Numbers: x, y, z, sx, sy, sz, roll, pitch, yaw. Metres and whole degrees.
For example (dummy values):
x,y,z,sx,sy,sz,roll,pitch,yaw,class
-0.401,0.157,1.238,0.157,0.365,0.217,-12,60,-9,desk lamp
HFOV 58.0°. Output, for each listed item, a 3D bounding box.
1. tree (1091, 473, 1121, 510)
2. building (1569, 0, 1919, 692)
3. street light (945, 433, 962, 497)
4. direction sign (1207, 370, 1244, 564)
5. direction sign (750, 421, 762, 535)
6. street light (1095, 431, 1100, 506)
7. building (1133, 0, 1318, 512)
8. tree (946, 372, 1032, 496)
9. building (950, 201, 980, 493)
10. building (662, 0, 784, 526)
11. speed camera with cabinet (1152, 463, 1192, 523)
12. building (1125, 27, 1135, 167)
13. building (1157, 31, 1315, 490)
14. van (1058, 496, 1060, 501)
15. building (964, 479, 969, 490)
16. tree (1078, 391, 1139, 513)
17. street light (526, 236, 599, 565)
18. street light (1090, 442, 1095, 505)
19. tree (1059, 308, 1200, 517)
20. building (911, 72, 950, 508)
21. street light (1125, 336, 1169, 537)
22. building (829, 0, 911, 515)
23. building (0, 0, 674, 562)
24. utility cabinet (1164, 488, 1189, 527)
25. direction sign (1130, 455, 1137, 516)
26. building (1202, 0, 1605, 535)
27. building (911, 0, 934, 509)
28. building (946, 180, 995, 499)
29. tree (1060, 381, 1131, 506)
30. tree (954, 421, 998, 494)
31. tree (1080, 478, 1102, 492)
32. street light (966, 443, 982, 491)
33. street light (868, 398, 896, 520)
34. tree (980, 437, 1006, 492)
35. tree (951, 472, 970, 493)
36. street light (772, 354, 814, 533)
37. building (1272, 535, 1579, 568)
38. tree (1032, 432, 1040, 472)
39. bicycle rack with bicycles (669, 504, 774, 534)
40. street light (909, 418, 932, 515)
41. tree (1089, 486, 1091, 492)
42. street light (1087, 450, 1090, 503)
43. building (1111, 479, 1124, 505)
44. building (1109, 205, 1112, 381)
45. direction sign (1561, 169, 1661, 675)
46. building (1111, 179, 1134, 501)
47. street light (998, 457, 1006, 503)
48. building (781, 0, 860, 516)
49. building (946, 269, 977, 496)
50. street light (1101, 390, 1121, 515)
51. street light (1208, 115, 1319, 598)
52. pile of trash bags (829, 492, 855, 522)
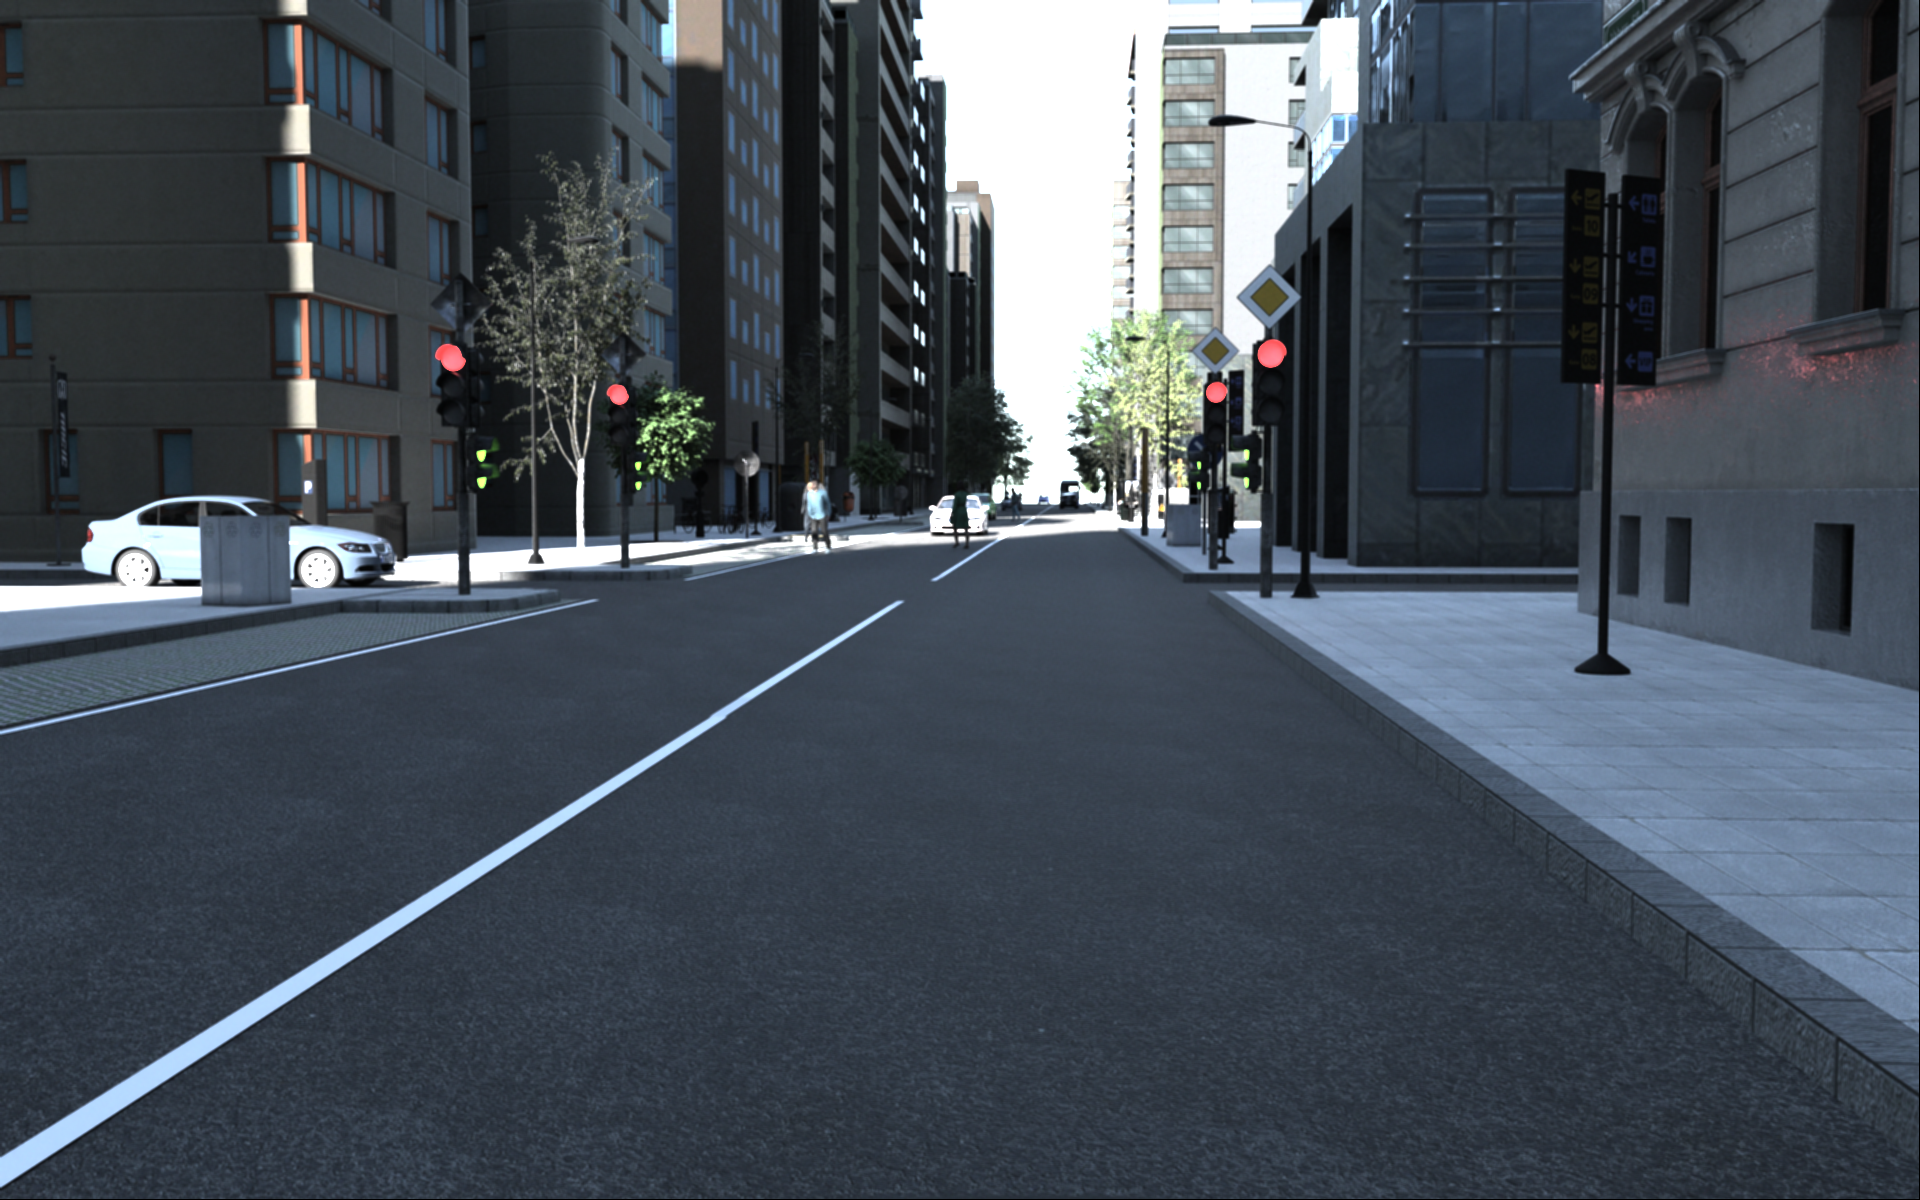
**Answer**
x,y,z,sx,sy,sz,roll,pitch,yaw,class
12.206,-9.033,142.283,1.663,3.219,1.824,0,3,0,tree
12.201,-13.400,6.474,14.401,28.519,23.554,0,4,4,building
-0.567,-9.804,132.837,1.470,5.913,1.316,0,4,4,street light
4.892,-2.447,32.008,0.379,3.537,0.876,-3,5,-39,direction sign
-6.397,-3.803,54.175,0.379,3.537,0.876,-1,4,-17,direction sign
9.000,-8.047,104.104,1.470,5.913,1.316,0,4,4,street light
23.892,-36.105,132.320,21.231,58.520,28.212,0,4,4,building
1.062,-16.721,180.051,9.857,13.997,8.962,0,3,0,tree
-4.604,-33.806,236.321,14.154,41.232,14.086,0,4,4,building
-15.848,-26.046,75.958,14.600,45.320,14.200,0,4,4,building
9.563,-5.052,76.940,2.038,3.252,0.660,1,4,11,speed camera with cabinet
26.690,-31.034,162.028,22.147,44.769,28.867,0,4,4,building
19.813,-20.830,112.273,14.160,30.474,14.107,0,4,4,building
14.914,-14.563,245.109,2.013,2.044,4.112,0,4,2,van
-15.194,-31.315,203.876,32.217,40.220,23.993,0,4,4,building
10.028,-10.029,114.331,4.360,8.622,3.978,0,3,0,tree
-7.193,-3.598,31.372,1.470,5.913,1.316,0,4,4,street light
10.522,-9.486,127.644,1.470,5.913,1.316,0,4,4,street light
9.402,-10.376,95.400,9.928,11.665,9.643,0,3,0,tree
-8.706,-29.392,164.155,14.154,41.232,14.086,0,4,4,building
5.585,-4.807,51.136,1.470,5.913,1.316,0,4,4,street light
-14.862,-30.111,116.019,21.300,48.544,21.600,0,4,4,building
-24.776,-12.341,46.814,27.650,21.520,28.899,0,4,4,building
8.279,-3.490,65.742,1.173,1.500,0.318,-3,4,-37,utility cabinet
10.199,-6.723,101.916,0.379,3.537,0.876,-1,4,-16,direction sign
22.750,-46.427,71.757,22.319,86.520,31.000,0,4,4,building
-14.666,-31.952,142.023,23.786,49.044,30.456,0,4,4,building
-2.112,-36.726,250.576,14.600,45.320,14.200,0,4,4,building
15.997,-17.305,189.583,9.857,13.997,8.962,0,3,0,tree
1.469,-13.510,171.242,4.360,8.622,3.978,0,3,0,tree
19.368,-16.645,255.851,4.285,4.588,4.351,0,3,0,tree
1.128,-11.409,159.071,1.470,5.913,1.316,0,4,4,street light
-3.785,-6.829,84.192,1.470,5.913,1.316,0,4,4,street light
3.279,-15.592,205.288,4.737,8.622,4.395,0,3,0,tree
-0.142,-9.726,153.619,1.663,3.219,1.824,0,3,0,tree
-5.536,-5.195,57.480,1.470,5.913,1.316,0,4,4,street light
23.162,-44.361,37.975,31.000,86.520,22.319,0,4,4,building
7.088,-21.888,264.528,9.857,13.997,8.962,0,3,0,tree
-8.016,-2.673,57.086,2.852,0.926,2.925,1,4,18,bicycle rack with bicycles
-2.440,-8.185,106.366,1.470,5.913,1.316,0,4,4,street light
17.183,-13.876,221.469,1.663,3.219,1.824,0,3,0,tree
12.165,-11.083,153.753,1.470,5.913,1.316,0,4,4,street light
34.205,-31.496,206.835,32.217,40.220,23.993,0,4,4,building
32.470,-36.286,247.897,22.147,44.769,28.867,0,4,4,building
4.618,-1.244,12.344,0.876,3.537,0.379,-2,4,-25,direction sign
26.786,-33.225,226.819,14.154,41.232,14.086,0,4,4,building
4.707,-14.903,216.201,1.470,5.913,1.316,0,4,4,street light
-13.561,-19.983,98.423,14.160,30.474,14.107,0,4,4,building
-5.149,-27.577,222.585,14.160,30.474,14.107,0,4,4,building
7.159,-6.431,77.687,1.470,5.913,1.316,0,4,4,street light
3.745,-2.986,21.367,1.470,5.913,1.316,0,4,4,street light
-6.287,-4.320,80.381,3.447,1.369,1.912,-3,5,-43,pile of trash bags
